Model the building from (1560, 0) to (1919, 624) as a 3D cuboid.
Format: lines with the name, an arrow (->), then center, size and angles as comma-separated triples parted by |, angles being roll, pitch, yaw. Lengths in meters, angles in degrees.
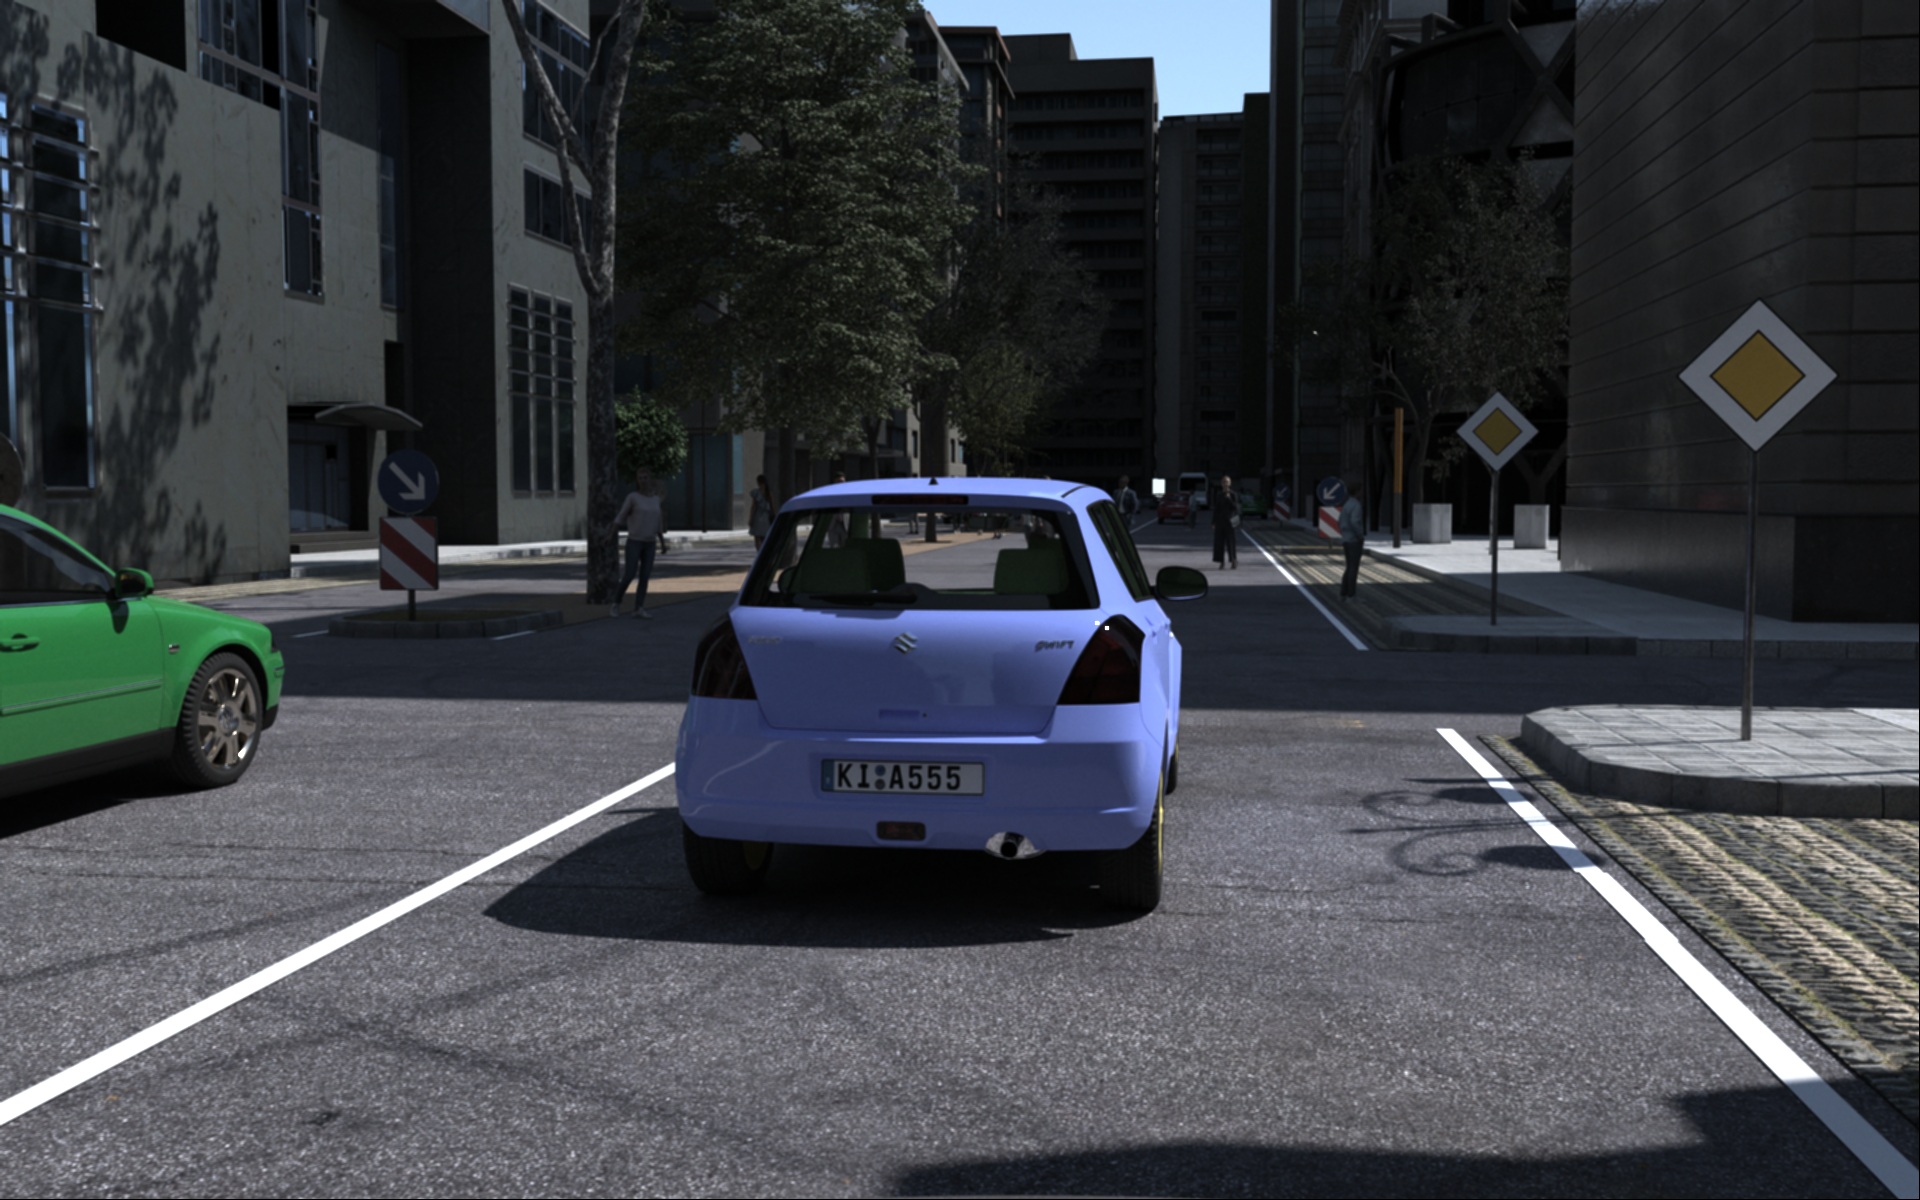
building -> 21.097, -13.644, 20.345 | 25.104, 27.353, 12.463 | 0, 4, 8

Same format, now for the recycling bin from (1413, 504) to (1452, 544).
recycling bin -> 12.257, -1.983, 44.968 | 0.722, 1.027, 0.722 | -2, 4, -25

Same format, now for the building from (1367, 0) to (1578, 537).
building -> 22.073, -11.608, 57.250 | 16.820, 18.784, 16.811 | 0, 4, 8

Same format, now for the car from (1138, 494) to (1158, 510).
car -> 17.460, -9.116, 161.046 | 2.014, 1.417, 4.499 | 1, 4, 8

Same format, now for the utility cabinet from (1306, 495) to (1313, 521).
utility cabinet -> 16.597, -4.301, 81.480 | 0.306, 1.237, 1.020 | -1, 4, -10

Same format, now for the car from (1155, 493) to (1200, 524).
car -> 10.478, -4.556, 83.527 | 2.155, 1.783, 4.494 | 0, 4, 8

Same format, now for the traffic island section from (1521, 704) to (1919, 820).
traffic island section -> 4.117, 0.810, 9.036 | 2.009, 0.180, 2.903 | 0, 4, 8

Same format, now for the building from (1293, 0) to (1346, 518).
building -> 26.265, -25.385, 98.637 | 14.154, 41.232, 14.086 | 0, 4, 8

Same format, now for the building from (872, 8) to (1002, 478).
building -> -13.078, -27.210, 136.768 | 32.217, 40.220, 23.993 | 0, 4, 8

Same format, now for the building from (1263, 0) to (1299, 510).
building -> 31.716, -29.805, 137.416 | 14.600, 45.320, 14.200 | 0, 4, 8

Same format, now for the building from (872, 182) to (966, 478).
building -> -15.259, -16.263, 110.938 | 27.650, 21.520, 28.899 | 0, 4, 8

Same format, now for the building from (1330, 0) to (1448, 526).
building -> 24.400, -17.773, 77.981 | 14.401, 28.519, 23.554 | 0, 4, 8

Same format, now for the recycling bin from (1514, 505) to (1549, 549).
recycling bin -> 13.403, -1.716, 40.612 | 0.722, 1.027, 0.722 | 2, 4, 24

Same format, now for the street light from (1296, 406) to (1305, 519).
street light -> 17.772, -7.206, 90.600 | 0.468, 5.910, 1.993 | 0, 4, 8

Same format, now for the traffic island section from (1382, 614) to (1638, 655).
traffic island section -> 5.237, 0.326, 16.943 | 2.009, 0.180, 2.903 | 0, 4, 8

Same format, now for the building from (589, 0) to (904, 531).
building -> -15.570, -27.715, 72.741 | 23.786, 49.044, 30.456 | 0, 4, 8

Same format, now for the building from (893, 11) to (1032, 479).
building -> -8.505, -30.932, 160.369 | 28.867, 44.769, 22.147 | 0, 4, 8

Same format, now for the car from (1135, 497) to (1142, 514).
car -> 12.191, -6.966, 126.249 | 2.083, 1.381, 4.827 | 1, 4, 9

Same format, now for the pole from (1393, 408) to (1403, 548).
pole -> 10.410, -2.895, 41.168 | 0.158, 3.312, 0.155 | 0, 3, 0

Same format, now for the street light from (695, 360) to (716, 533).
street light -> -8.499, -5.178, 57.443 | 0.468, 5.910, 1.993 | 0, 4, 8

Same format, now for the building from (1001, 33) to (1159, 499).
building -> 10.478, -34.443, 186.849 | 21.600, 48.544, 21.300 | 0, 4, 8

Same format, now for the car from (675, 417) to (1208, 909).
car -> 0.074, 0.135, 7.378 | 1.945, 1.707, 3.694 | 1, 4, 8

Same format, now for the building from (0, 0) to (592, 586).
building -> -21.775, -44.083, 33.433 | 22.319, 86.520, 31.000 | 0, 4, 8

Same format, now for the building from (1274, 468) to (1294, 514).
building -> 38.014, -25.993, 116.864 | 32.217, 40.220, 23.993 | 0, 4, 8

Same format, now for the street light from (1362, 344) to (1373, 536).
street light -> 12.479, -4.923, 53.285 | 0.468, 5.910, 1.993 | 0, 4, 8

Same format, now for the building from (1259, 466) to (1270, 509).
building -> 37.586, -43.737, 153.344 | 20.563, 71.187, 20.611 | 0, 4, 8

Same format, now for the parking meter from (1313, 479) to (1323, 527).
parking meter -> 13.996, -3.784, 67.577 | 0.399, 1.863, 0.255 | 0, 4, -2

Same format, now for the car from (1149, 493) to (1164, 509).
car -> 19.176, -9.627, 166.448 | 2.155, 1.783, 4.494 | 1, 4, 10

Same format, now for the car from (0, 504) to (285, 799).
car -> -4.652, 0.097, 7.218 | 1.959, 1.807, 4.718 | 1, 4, 9

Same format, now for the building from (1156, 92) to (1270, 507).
building -> 27.566, -30.391, 180.493 | 14.086, 41.232, 14.154 | 0, 4, 8

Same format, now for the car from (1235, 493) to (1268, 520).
car -> 16.645, -5.520, 99.043 | 1.959, 1.807, 4.718 | 0, 4, 8

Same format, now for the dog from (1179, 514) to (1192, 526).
dog -> 10.252, -3.775, 78.564 | 0.800, 0.831, 0.513 | 1, 4, 17
